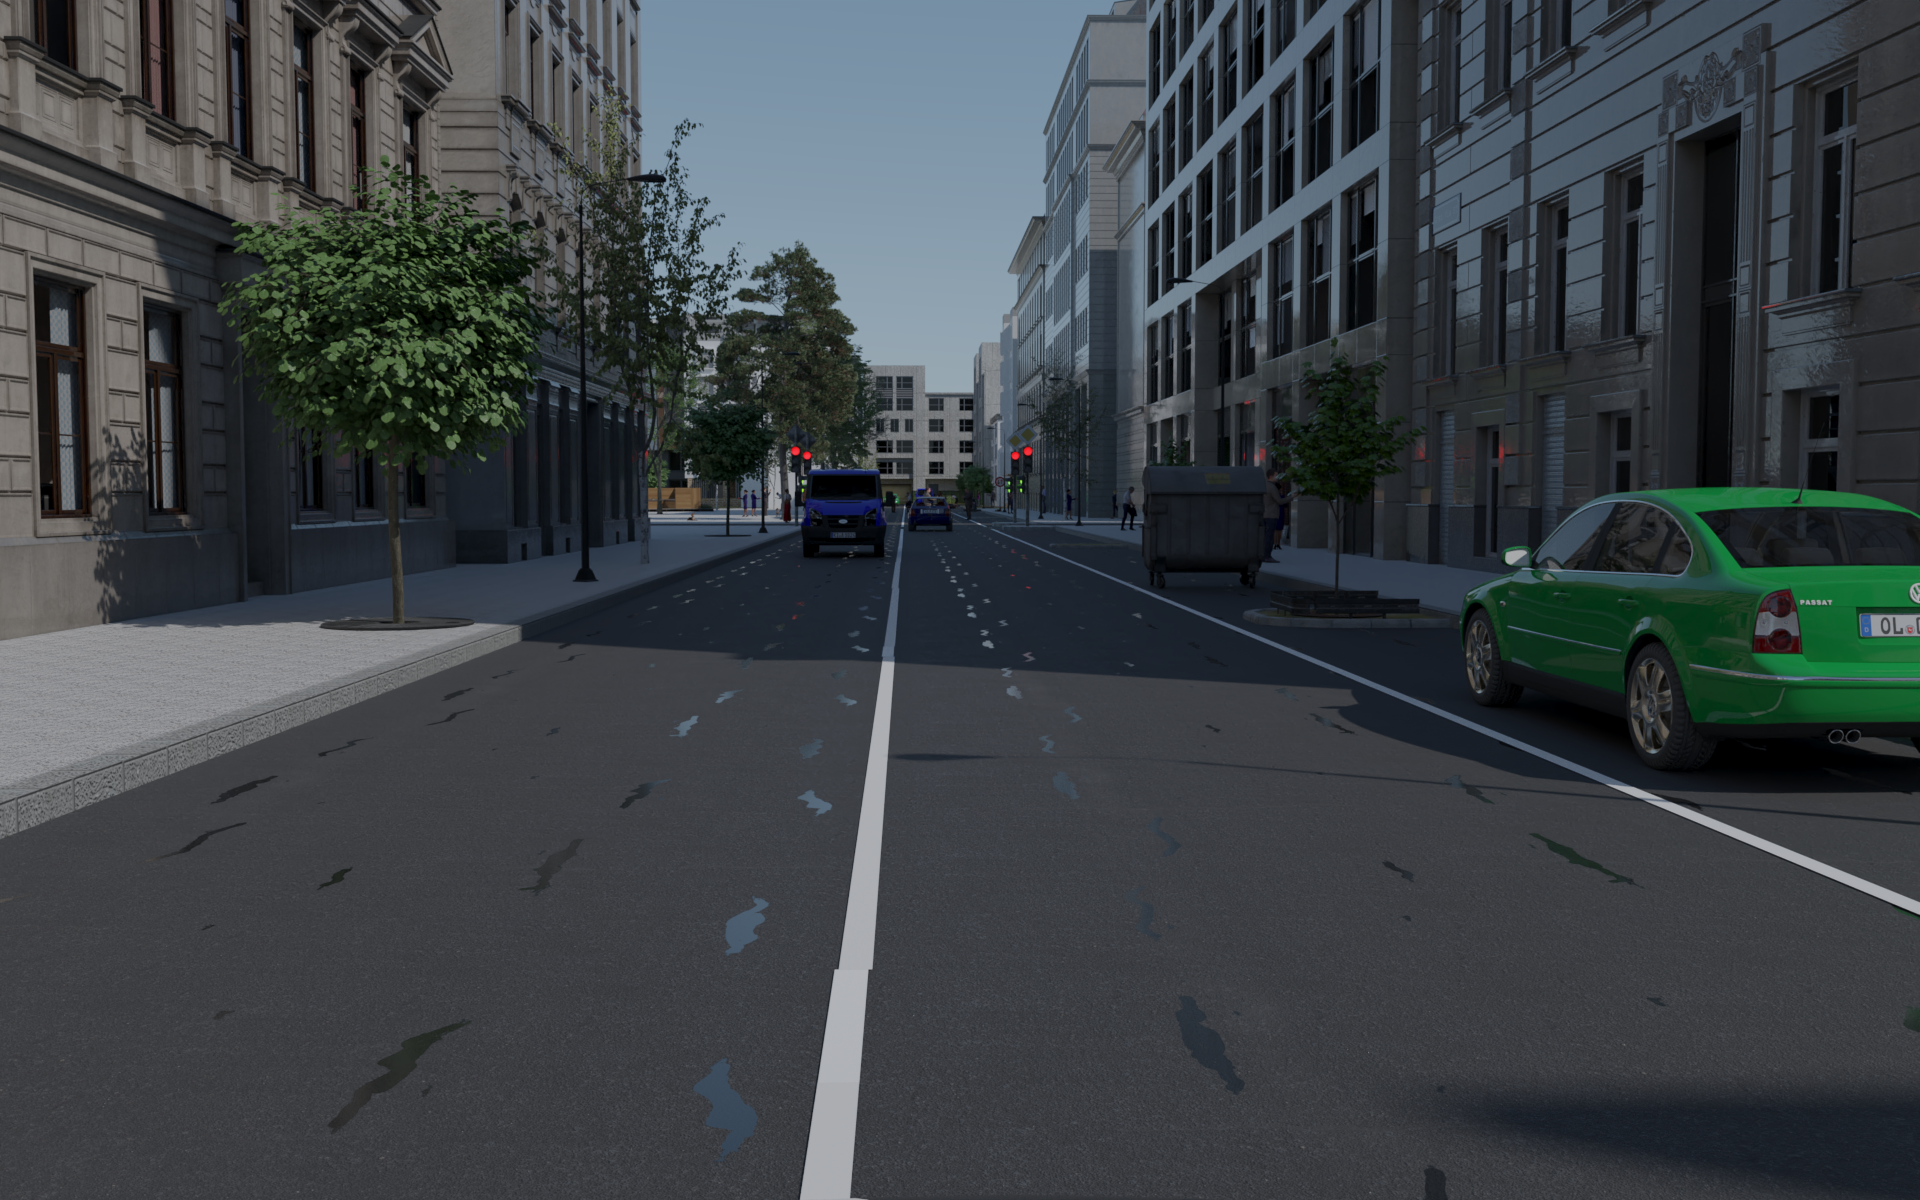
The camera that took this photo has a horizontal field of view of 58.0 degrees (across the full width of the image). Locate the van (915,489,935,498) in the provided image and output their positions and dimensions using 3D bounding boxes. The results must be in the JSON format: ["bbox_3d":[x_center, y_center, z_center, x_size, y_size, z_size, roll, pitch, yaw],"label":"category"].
[{"bbox_3d":[-3.886,-11.483,192.131,2.240,2.365,5.245,0,4,0],"label":"van"}]

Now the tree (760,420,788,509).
[{"bbox_3d":[-16.131,-12.092,148.071,4.360,8.622,3.978,0,3,0],"label":"tree"}]

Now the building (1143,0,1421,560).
[{"bbox_3d":[17.258,-15.012,49.967,19.350,26.468,34.151,0,4,-2],"label":"building"}]

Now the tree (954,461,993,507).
[{"bbox_3d":[1.659,-11.662,174.390,4.285,4.588,4.351,0,3,0],"label":"tree"}]

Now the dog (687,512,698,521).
[{"bbox_3d":[-12.883,-4.016,83.395,0.550,0.427,0.748,0,4,-6],"label":"dog"}]

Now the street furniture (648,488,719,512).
[{"bbox_3d":[-21.399,-7.467,128.944,9.812,1.723,11.010,-2,4,-27],"label":"street furniture"}]

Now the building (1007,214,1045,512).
[{"bbox_3d":[12.655,-18.578,137.026,16.112,22.955,30.059,0,4,-2],"label":"building"}]

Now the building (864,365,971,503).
[{"bbox_3d":[2.277,-23.247,246.551,31.486,18.905,16.747,0,4,-2],"label":"building"}]

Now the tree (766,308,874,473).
[{"bbox_3d":[-8.725,-11.450,105.337,7.486,12.596,7.792,0,3,0],"label":"tree"}]

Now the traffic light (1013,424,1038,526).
[{"bbox_3d":[2.674,-4.881,69.048,0.839,4.213,0.868,0,4,-2],"label":"traffic light"}]

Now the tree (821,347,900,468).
[{"bbox_3d":[-9.709,-13.726,134.792,12.009,13.543,11.850,0,3,0],"label":"tree"}]

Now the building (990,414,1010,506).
[{"bbox_3d":[8.345,-14.590,180.700,9.099,9.664,28.070,0,4,-2],"label":"building"}]

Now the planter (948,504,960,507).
[{"bbox_3d":[-0.726,-9.714,179.962,1.991,0.319,1.994,0,4,-2],"label":"planter"}]

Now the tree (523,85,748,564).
[{"bbox_3d":[-5.794,-4.964,31.527,4.737,8.622,4.395,0,3,0],"label":"tree"}]

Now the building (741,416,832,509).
[{"bbox_3d":[-16.684,-13.721,166.490,9.099,9.664,28.070,0,4,-2],"label":"building"}]

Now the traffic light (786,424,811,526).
[{"bbox_3d":[-6.482,-4.863,68.748,0.839,4.213,0.868,0,4,-2],"label":"traffic light"}]

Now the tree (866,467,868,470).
[{"bbox_3d":[-12.636,-15.025,229.374,4.285,4.588,4.351,0,3,0],"label":"tree"}]

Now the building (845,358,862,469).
[{"bbox_3d":[-19.614,-23.785,245.305,11.380,20.091,16.016,0,4,-2],"label":"building"}]

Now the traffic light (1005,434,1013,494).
[{"bbox_3d":[2.426,-5.369,77.029,0.839,4.213,0.868,0,4,-2],"label":"traffic light"}]

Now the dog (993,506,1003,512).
[{"bbox_3d":[2.748,-6.569,125.138,0.748,0.427,0.550,2,4,26],"label":"dog"}]

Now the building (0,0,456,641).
[{"bbox_3d":[-13.273,-9.542,20.636,10.561,19.102,19.286,0,4,-2],"label":"building"}]

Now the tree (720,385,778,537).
[{"bbox_3d":[-7.077,-4.205,52.466,4.285,4.588,4.351,0,3,0],"label":"tree"}]

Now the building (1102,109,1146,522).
[{"bbox_3d":[18.083,-15.190,84.508,21.152,22.565,11.583,0,4,-2],"label":"building"}]

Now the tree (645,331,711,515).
[{"bbox_3d":[-19.068,-11.186,108.649,9.928,11.665,9.643,0,3,0],"label":"tree"}]

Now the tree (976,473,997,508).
[{"bbox_3d":[2.645,-10.714,169.778,1.663,3.219,1.824,0,3,0],"label":"tree"}]

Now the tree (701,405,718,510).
[{"bbox_3d":[-19.143,-11.405,136.834,4.360,8.622,3.978,0,3,0],"label":"tree"}]

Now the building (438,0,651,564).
[{"bbox_3d":[-13.267,-11.670,39.954,9.793,20.994,18.267,0,4,-2],"label":"building"}]

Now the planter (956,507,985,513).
[{"bbox_3d":[0.852,-6.601,129.071,1.991,0.319,1.994,0,4,-2],"label":"planter"}]

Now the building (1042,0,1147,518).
[{"bbox_3d":[11.788,-20.145,106.863,11.434,29.767,29.804,0,4,-2],"label":"building"}]

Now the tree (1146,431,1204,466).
[{"bbox_3d":[6.429,-3.569,52.947,1.663,3.219,1.824,0,3,0],"label":"tree"}]

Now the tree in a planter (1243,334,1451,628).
[{"bbox_3d":[4.252,-1.359,19.438,1.991,3.239,1.994,0,4,-2],"label":"tree in a planter"}]

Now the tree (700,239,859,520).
[{"bbox_3d":[-8.865,-10.932,86.154,7.806,13.903,7.818,0,3,0],"label":"tree"}]

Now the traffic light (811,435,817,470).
[{"bbox_3d":[-6.730,-5.351,76.730,0.839,4.213,0.868,0,4,-2],"label":"traffic light"}]

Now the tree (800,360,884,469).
[{"bbox_3d":[-9.013,-12.106,123.689,9.928,11.665,9.643,0,3,0],"label":"tree"}]

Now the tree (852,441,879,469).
[{"bbox_3d":[-12.614,-16.761,224.411,4.737,8.622,4.395,0,3,0],"label":"tree"}]

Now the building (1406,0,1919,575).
[{"bbox_3d":[14.514,-13.639,20.269,12.463,27.353,25.104,0,4,-2],"label":"building"}]

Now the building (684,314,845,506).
[{"bbox_3d":[-20.863,-20.156,185.975,16.016,20.091,11.380,0,4,-2],"label":"building"}]

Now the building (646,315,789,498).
[{"bbox_3d":[-31.538,-22.501,211.863,32.646,21.610,27.936,0,4,-2],"label":"building"}]

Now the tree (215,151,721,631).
[{"bbox_3d":[-5.449,-2.028,16.866,4.285,4.588,4.351,0,3,0],"label":"tree"}]

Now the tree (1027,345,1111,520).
[{"bbox_3d":[5.227,-8.250,85.250,4.360,8.622,3.978,0,3,0],"label":"tree"}]

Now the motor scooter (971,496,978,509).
[{"bbox_3d":[1.037,-7.411,133.939,0.815,1.314,1.986,0,4,-3],"label":"motor scooter"}]

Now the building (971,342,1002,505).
[{"bbox_3d":[10.629,-21.049,210.601,16.747,18.905,31.486,0,4,-2],"label":"building"}]

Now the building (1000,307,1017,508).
[{"bbox_3d":[11.836,-18.616,160.791,16.016,20.091,11.380,0,4,-2],"label":"building"}]
